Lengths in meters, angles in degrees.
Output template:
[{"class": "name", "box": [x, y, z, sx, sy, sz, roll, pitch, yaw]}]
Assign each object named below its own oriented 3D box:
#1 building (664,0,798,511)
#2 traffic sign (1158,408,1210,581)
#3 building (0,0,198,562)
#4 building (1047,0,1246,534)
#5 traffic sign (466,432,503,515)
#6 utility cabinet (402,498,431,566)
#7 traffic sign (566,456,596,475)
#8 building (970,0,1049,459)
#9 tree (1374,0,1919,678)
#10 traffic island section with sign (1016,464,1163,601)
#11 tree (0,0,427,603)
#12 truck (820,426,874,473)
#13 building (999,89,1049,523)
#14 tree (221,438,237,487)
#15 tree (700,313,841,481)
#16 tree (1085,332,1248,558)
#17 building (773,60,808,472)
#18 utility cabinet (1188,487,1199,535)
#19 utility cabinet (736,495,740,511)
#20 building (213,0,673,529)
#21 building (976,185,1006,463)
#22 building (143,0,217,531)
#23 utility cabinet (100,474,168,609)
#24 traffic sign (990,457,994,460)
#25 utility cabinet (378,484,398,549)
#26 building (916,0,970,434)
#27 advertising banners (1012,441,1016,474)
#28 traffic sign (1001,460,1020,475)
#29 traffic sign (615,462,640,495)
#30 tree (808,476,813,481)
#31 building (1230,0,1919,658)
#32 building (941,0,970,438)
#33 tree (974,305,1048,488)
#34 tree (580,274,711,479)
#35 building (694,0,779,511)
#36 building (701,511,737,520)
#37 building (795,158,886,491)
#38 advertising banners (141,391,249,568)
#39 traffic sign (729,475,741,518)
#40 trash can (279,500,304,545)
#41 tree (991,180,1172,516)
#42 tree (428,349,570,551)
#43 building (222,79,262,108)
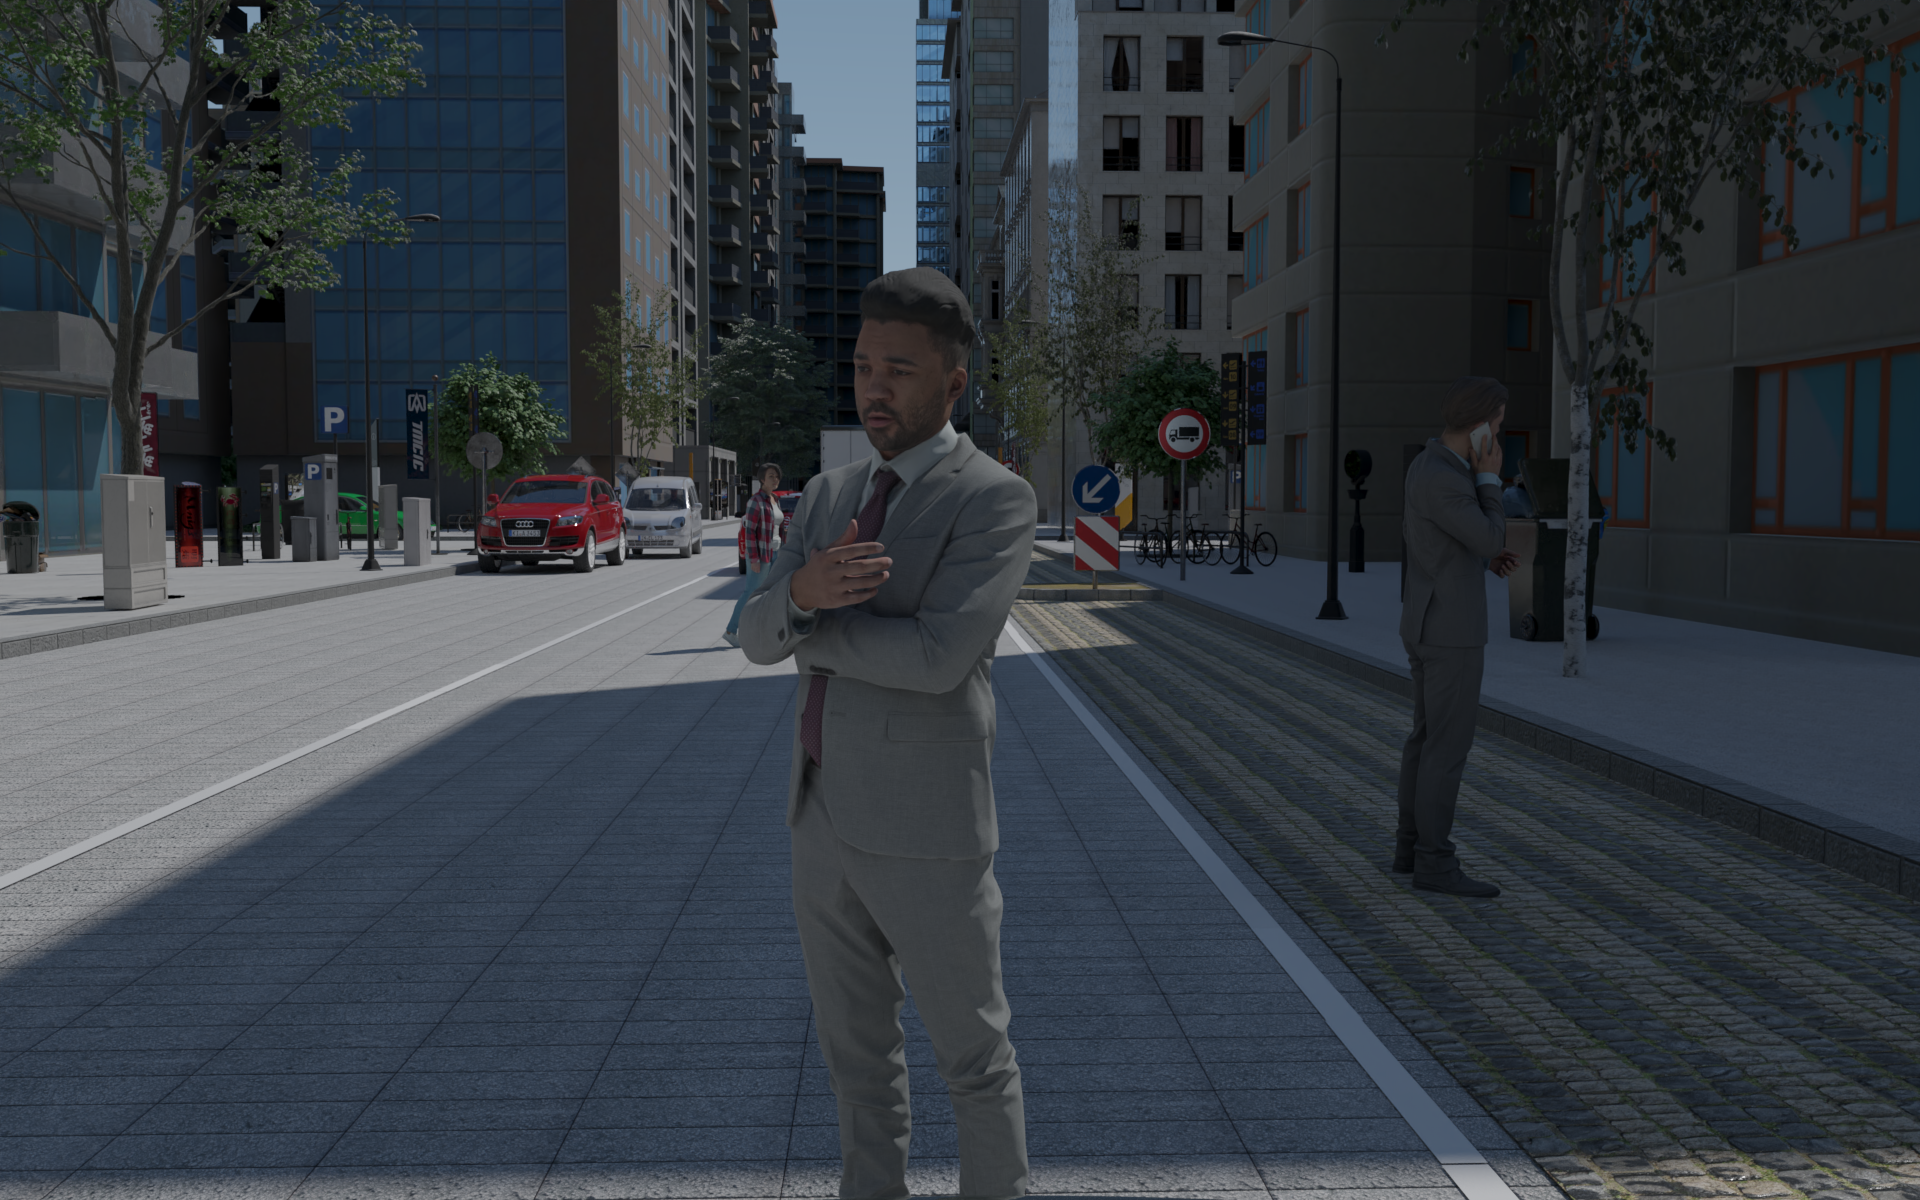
[{"class": "building", "box": [-26.263, -44.556, 166.745, 20.563, 71.187, 20.611, 0, 4, -2]}, {"class": "traffic sign", "box": [3.310, -1.562, 25.642, 0.768, 2.556, 0.104, 0, 4, 2]}, {"class": "building", "box": [-32.135, -25.162, 31.012, 30.456, 49.044, 23.786, 0, 4, -2]}, {"class": "building", "box": [11.921, -12.573, 60.314, 16.860, 20.320, 10.420, 0, 4, -2]}, {"class": "traffic sign", "box": [-9.791, -2.174, 35.648, 0.768, 2.556, 0.104, 0, 4, 2]}, {"class": "utility cabinet", "box": [-9.779, -1.227, 31.228, 0.306, 1.237, 1.020, 0, 4, -6]}, {"class": "traffic sign", "box": [-10.066, -2.594, 46.051, 0.795, 2.450, 0.064, 0, 4, -2]}, {"class": "building", "box": [7.764, -27.971, 140.914, 14.154, 41.232, 14.086, 0, 4, -2]}, {"class": "tree", "box": [4.546, -3.760, 11.845, 4.360, 8.622, 3.978, 0, 3, 0]}, {"class": "traffic island section with sign", "box": [1.691, -0.940, 23.998, 1.989, 1.847, 2.006, 0, 4, -2]}, {"class": "tree", "box": [-9.943, -5.805, 20.661, 9.928, 11.665, 9.643, 0, 3, 0]}, {"class": "truck", "box": [-4.499, -5.351, 76.395, 2.839, 4.237, 11.283, 0, 4, 0]}, {"class": "building", "box": [7.358, -14.436, 85.175, 9.793, 20.994, 18.267, 0, 4, -2]}, {"class": "tree", "box": [-36.563, -6.223, 85.454, 4.285, 4.588, 4.351, 0, 3, 0]}, {"class": "tree", "box": [-13.592, -13.216, 122.738, 9.857, 13.997, 8.962, 0, 3, 0]}, {"class": "tree", "box": [4.356, -3.154, 35.288, 4.285, 4.588, 4.351, 0, 3, 0]}, {"class": "building", "box": [-32.407, -34.958, 191.176, 30.456, 49.044, 23.786, 0, 4, -2]}, {"class": "utility cabinet", "box": [7.326, -2.805, 54.545, 0.318, 1.500, 1.173, 0, 4, 6]}, {"class": "utility cabinet", "box": [-16.514, -7.151, 128.079, 0.306, 1.237, 1.020, -1, 4, -20]}, {"class": "building", "box": [-19.433, -25.598, 68.640, 14.600, 45.320, 14.200, 0, 4, -2]}, {"class": "building", "box": [8.347, -17.942, 112.438, 14.460, 24.649, 34.723, 0, 4, -2]}, {"class": "building", "box": [-34.487, -25.065, 59.929, 14.200, 45.320, 14.600, 0, 4, -2]}, {"class": "utility cabinet", "box": [-9.293, -0.664, 19.534, 0.318, 1.500, 1.173, 0, 4, -7]}, {"class": "traffic sign", "box": [0.821, -2.617, 46.437, 0.795, 2.450, 0.064, 0, 4, -2]}, {"class": "utility cabinet", "box": [-13.300, -1.930, 40.228, 0.318, 1.500, 1.173, -2, 4, -24]}, {"class": "building", "box": [5.928, -55.731, 223.871, 31.000, 86.520, 22.319, 0, 4, -2]}, {"class": "advertising banners", "box": [1.962, -3.714, 56.909, 0.090, 3.025, 2.074, -1, 4, -12]}, {"class": "traffic sign", "box": [1.843, -3.953, 64.745, 0.768, 2.556, 0.104, 0, 4, -1]}, {"class": "traffic sign", "box": [-10.366, -3.082, 54.030, 0.795, 2.450, 0.064, 0, 4, -2]}, {"class": "tree", "box": [-15.879, -11.707, 186.015, 1.663, 3.219, 1.824, 0, 3, 0]}, {"class": "building", "box": [20.834, -11.132, 27.045, 27.650, 21.520, 28.899, 0, 4, -2]}, {"class": "building", "box": [12.642, -36.774, 190.491, 28.713, 52.752, 27.495, 0, 4, -2]}, {"class": "tree", "box": [2.685, -7.205, 68.162, 4.737, 8.622, 4.395, 0, 3, 0]}, {"class": "tree", "box": [-10.771, -6.647, 59.034, 4.737, 8.622, 4.395, 0, 3, 0]}, {"class": "building", "box": [-26.392, -29.836, 142.448, 22.147, 44.769, 28.867, 0, 4, -2]}, {"class": "building", "box": [-23.184, -40.164, 94.936, 20.563, 71.187, 20.611, 0, 4, -2]}, {"class": "building", "box": [-23.964, -34.793, 223.487, 28.867, 44.769, 22.147, 0, 4, -2]}, {"class": "advertising banners", "box": [-13.454, -2.081, 30.211, 0.090, 3.025, 2.074, 3, 5, 40]}, {"class": "traffic sign", "box": [-11.892, -5.466, 91.501, 0.606, 2.300, 0.079, 0, 4, 6]}, {"class": "trash can", "box": [-16.813, -1.962, 43.735, 0.748, 1.137, 0.748, 0, 3, 0]}, {"class": "tree", "box": [3.063, -5.500, 40.284, 4.360, 8.622, 3.978, 0, 3, 0]}, {"class": "tree", "box": [-10.618, -3.406, 39.405, 4.285, 4.588, 4.351, 0, 3, 0]}, {"class": "building", "box": [-76.848, -38.869, 224.744, 27.495, 52.752, 28.713, 0, 4, -2]}]
